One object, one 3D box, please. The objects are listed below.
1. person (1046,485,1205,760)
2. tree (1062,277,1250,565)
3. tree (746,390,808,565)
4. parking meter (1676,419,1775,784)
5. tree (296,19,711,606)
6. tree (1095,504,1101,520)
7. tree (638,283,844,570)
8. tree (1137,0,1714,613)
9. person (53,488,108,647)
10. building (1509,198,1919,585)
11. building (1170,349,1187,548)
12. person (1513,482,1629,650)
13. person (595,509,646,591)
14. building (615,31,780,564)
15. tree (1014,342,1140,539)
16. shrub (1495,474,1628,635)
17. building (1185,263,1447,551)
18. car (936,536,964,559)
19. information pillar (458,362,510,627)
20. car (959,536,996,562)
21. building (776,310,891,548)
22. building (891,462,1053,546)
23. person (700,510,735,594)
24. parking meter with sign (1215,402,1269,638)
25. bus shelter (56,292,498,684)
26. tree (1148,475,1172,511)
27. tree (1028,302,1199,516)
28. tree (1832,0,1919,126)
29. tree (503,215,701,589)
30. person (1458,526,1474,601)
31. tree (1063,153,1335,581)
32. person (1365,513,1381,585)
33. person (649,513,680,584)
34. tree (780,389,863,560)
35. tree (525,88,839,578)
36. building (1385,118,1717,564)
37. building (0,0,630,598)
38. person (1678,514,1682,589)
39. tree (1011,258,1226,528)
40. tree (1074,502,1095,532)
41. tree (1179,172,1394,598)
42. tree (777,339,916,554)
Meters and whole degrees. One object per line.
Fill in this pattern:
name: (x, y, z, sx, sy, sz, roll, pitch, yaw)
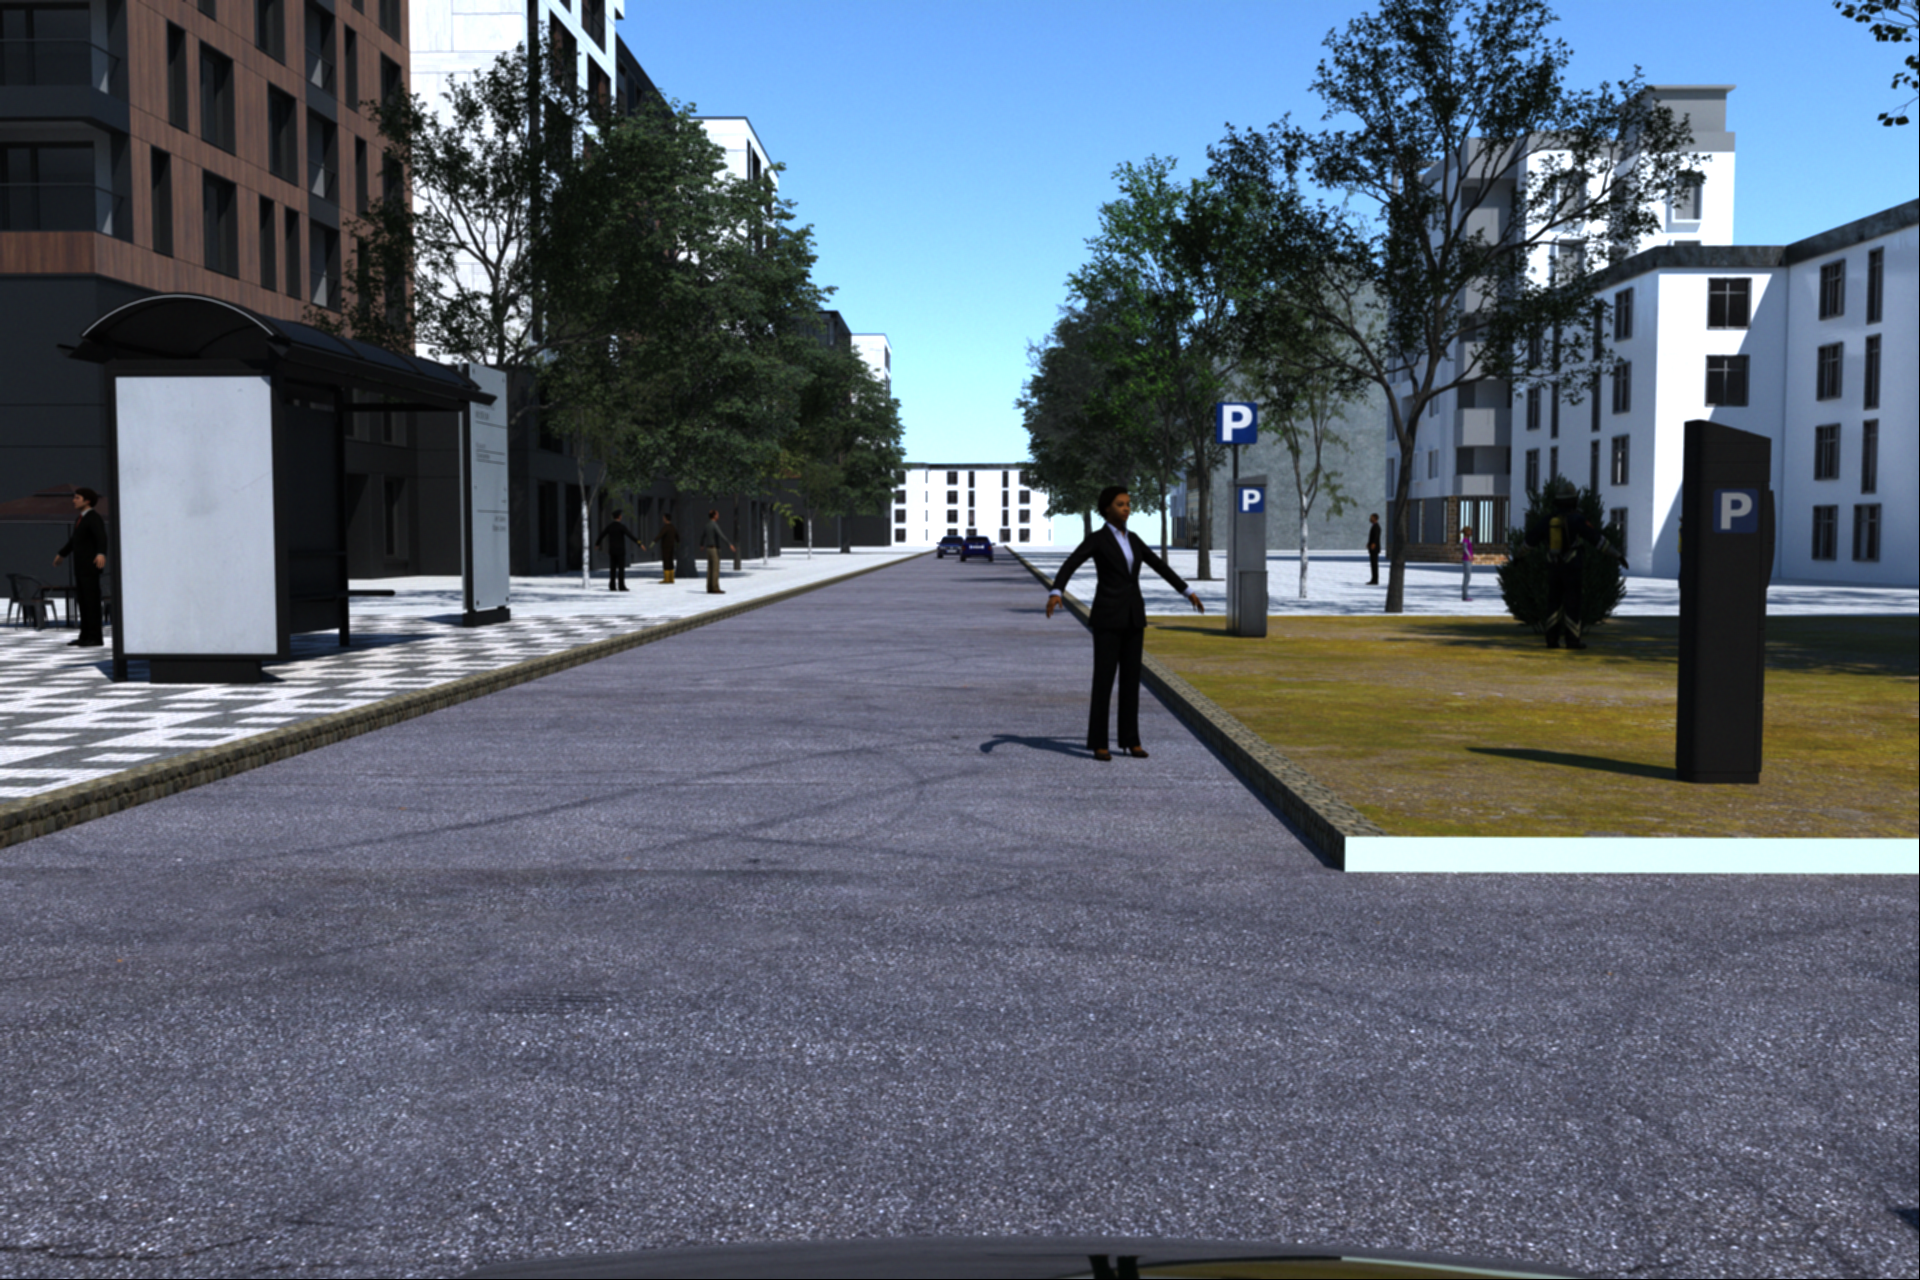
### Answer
person: (1.042, -0.111, 10.992, 1.216, 1.740, 0.721, -2, 4, -31)
tree: (7.194, -7.873, 63.134, 7.601, 10.594, 8.767, -1, 4, -23)
tree: (-7.948, -7.340, 70.370, 4.737, 8.622, 4.395, 0, 3, 0)
parking meter: (3.957, -0.198, 8.956, 0.399, 1.863, 0.255, 0, 4, 2)
tree: (-7.930, -5.895, 30.803, 7.601, 10.594, 8.767, -2, 4, -33)
tree: (16.936, -15.131, 197.750, 4.737, 8.622, 4.395, 0, 3, 0)
tree: (-7.700, -7.755, 61.213, 8.767, 10.594, 7.601, 2, 4, 26)
tree: (7.034, -5.698, 27.571, 8.767, 10.594, 7.601, 0, 4, 2)
person: (-9.993, -0.831, 19.780, 1.347, 1.806, 0.705, 3, 5, 43)
building: (24.784, -6.636, 50.638, 9.099, 9.664, 28.070, 0, 4, 1)
building: (26.272, -19.378, 173.257, 16.016, 20.090, 11.380, 0, 4, 1)
person: (6.776, -0.830, 19.357, 0.705, 1.856, 1.354, -3, 5, -43)
person: (-7.677, -2.016, 38.888, 1.347, 1.837, 0.705, 2, 4, 24)
building: (-24.405, -14.628, 83.138, 27.936, 21.610, 32.646, 0, 4, 0)
tree: (8.042, -12.354, 108.649, 9.857, 13.997, 8.962, 0, 3, 0)
shrub: (7.704, -1.110, 22.190, 1.661, 2.075, 1.752, 0, 3, 0)
building: (29.011, -19.099, 143.194, 19.493, 23.208, 18.063, 0, 4, 1)
car: (-0.448, -5.507, 102.619, 1.945, 1.354, 3.894, 0, 4, 1)
information pillar: (-6.714, -2.029, 24.492, 0.184, 3.620, 1.656, 0, 4, 2)
car: (0.892, -4.753, 90.288, 1.945, 1.354, 3.894, 0, 4, 1)
building: (-21.589, -20.232, 174.776, 27.936, 21.610, 32.646, 0, 4, 0)
building: (-3.409, -15.848, 203.723, 28.070, 9.664, 9.099, 1, 4, 10)
person: (-5.290, -1.901, 37.354, 0.705, 1.796, 1.348, -3, 5, -39)
parking meter with sign: (3.653, -1.586, 22.195, 0.543, 3.016, 1.738, 0, 4, 0)
bus shelter: (-6.445, -1.429, 17.291, 2.014, 3.302, 5.546, 0, 4, 2)
tree: (26.222, -17.707, 199.879, 12.009, 13.543, 11.850, 0, 3, 0)
tree: (8.283, -11.349, 92.211, 9.857, 13.997, 8.962, 0, 3, 0)
tree: (19.947, -10.489, 27.389, 12.611, 20.169, 13.585, 0, 3, 0)
tree: (-8.889, -5.482, 39.996, 4.360, 8.622, 3.978, 0, 3, 0)
person: (9.796, -1.467, 33.249, 0.599, 1.433, 0.991, 1, 4, 19)
tree: (6.651, -7.454, 47.623, 9.928, 11.665, 9.643, 0, 3, 0)
person: (10.464, -2.302, 43.865, 0.704, 1.802, 1.346, 0, 4, 8)
person: (-7.587, -2.366, 44.822, 0.704, 1.812, 1.346, 2, 4, 23)
tree: (-7.731, -8.329, 86.537, 4.360, 8.622, 3.978, 0, 3, 0)
tree: (-8.010, -8.785, 50.294, 9.857, 13.997, 8.962, 0, 3, 0)
building: (26.447, -14.001, 85.332, 16.016, 20.090, 11.380, 0, 4, 1)
building: (-27.065, -12.621, 50.321, 27.936, 21.610, 32.646, 0, 4, 2)
person: (17.043, -2.085, 40.556, 0.721, 1.772, 1.216, 2, 4, 24)
tree: (7.300, -10.198, 77.113, 12.009, 13.543, 11.850, 0, 3, 0)
tree: (15.147, -15.409, 202.307, 4.360, 8.622, 3.978, 0, 3, 0)
tree: (7.073, -5.152, 34.592, 4.360, 8.622, 3.978, 0, 3, 0)
tree: (-7.426, -12.602, 112.706, 9.857, 13.997, 8.962, 0, 3, 0)
